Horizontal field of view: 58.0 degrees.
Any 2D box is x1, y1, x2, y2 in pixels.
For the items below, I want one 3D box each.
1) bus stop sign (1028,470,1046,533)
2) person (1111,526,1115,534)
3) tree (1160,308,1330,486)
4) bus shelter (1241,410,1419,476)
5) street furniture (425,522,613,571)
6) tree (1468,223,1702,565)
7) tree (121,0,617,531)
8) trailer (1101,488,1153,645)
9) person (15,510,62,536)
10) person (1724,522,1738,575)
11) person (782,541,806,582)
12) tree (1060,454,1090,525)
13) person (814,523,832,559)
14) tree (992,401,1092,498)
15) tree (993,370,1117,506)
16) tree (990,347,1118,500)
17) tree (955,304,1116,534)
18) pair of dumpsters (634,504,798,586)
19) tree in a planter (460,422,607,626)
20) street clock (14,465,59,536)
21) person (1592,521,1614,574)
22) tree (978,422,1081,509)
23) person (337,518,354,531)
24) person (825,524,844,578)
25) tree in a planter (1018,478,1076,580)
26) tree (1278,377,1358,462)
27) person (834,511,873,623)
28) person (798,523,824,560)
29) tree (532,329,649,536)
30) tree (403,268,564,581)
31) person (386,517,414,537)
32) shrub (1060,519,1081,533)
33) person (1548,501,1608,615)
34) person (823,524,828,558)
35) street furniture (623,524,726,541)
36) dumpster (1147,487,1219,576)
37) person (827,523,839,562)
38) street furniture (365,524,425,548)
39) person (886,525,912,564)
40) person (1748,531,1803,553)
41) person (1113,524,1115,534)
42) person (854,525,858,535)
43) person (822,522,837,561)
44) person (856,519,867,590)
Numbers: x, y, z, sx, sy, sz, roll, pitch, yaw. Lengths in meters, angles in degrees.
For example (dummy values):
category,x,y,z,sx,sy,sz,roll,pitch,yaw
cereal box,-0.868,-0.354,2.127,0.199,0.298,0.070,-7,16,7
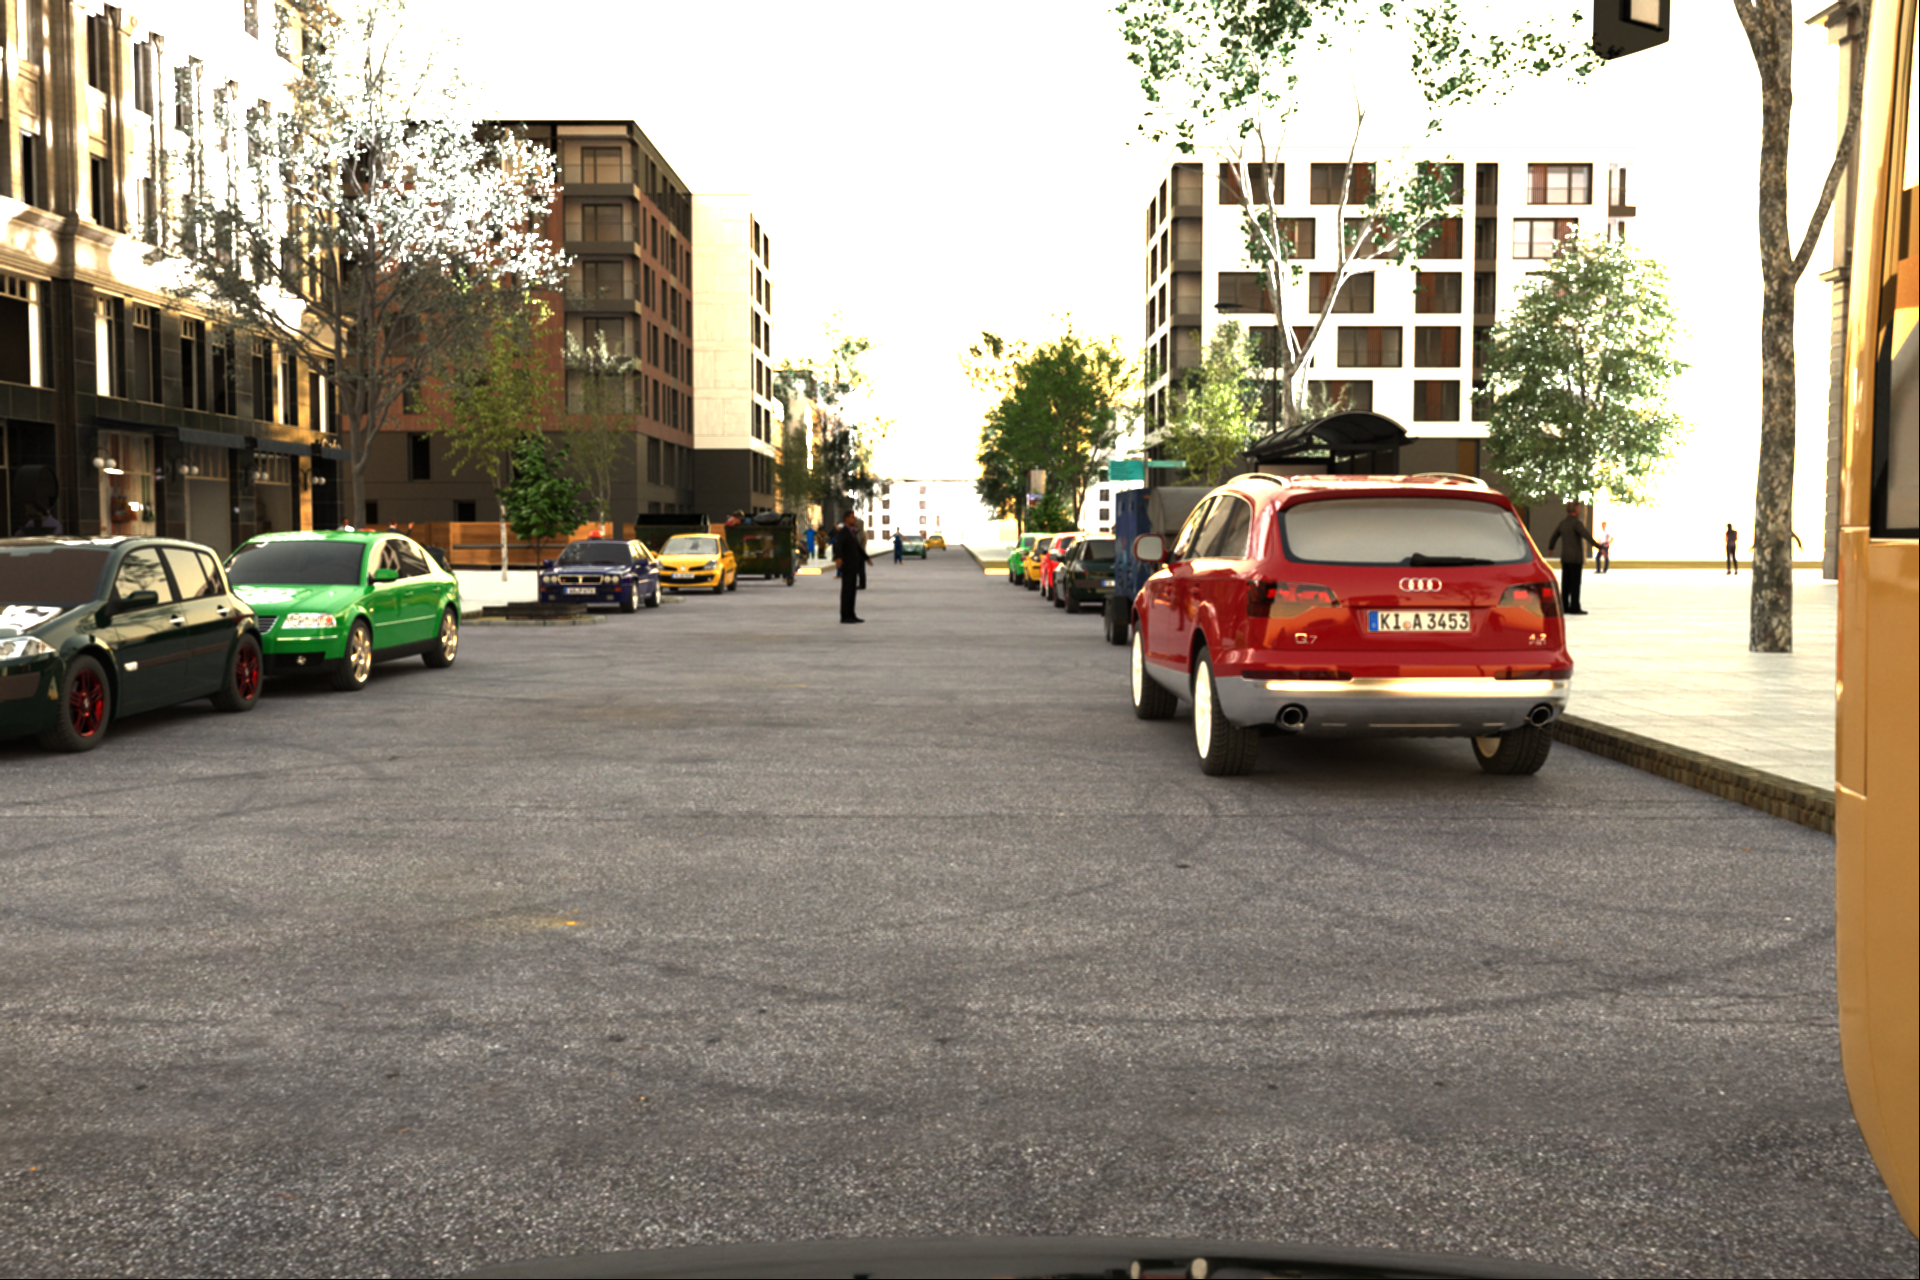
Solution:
category,x,y,z,sx,sy,sz,roll,pitch,yaw
bus stop sign,3.210,-5.026,71.198,0.837,3.901,0.837,0,3,0
person,8.811,-5.747,100.762,0.721,1.733,1.217,2,4,31
tree,11.736,-8.388,71.558,7.601,10.594,8.767,1,4,10
bus shelter,6.478,-2.272,31.072,2.014,3.302,5.546,0,3,0
street furniture,-15.998,-3.611,65.888,9.812,1.723,11.010,-3,5,-45
tree,26.129,-10.143,72.501,9.857,13.997,8.962,0,3,0
tree,-12.491,-7.680,35.945,12.009,13.543,11.850,0,3,0
trailer,2.648,-1.002,23.429,1.471,1.999,3.904,0,4,-1
person,-13.022,-1.093,24.361,0.568,1.767,0.683,1,4,21
person,24.033,-2.843,54.000,0.415,1.643,0.593,3,5,44
person,-5.173,-2.684,52.203,0.705,1.847,1.347,3,4,38
tree,18.047,-21.642,260.500,9.857,13.997,8.962,0,3,0
person,-7.135,-5.106,89.243,0.705,1.858,1.354,3,5,42
tree,5.692,-11.826,119.106,9.928,11.665,9.643,0,3,0
tree,5.837,-11.079,106.891,9.928,11.665,9.643,0,3,0
tree,5.194,-10.393,95.675,9.928,11.665,9.643,0,3,0
tree,6.753,-17.453,141.250,12.611,20.169,13.585,0,3,0
pair of dumpsters,-6.712,-2.620,47.780,4.436,2.255,1.574,0,3,0
tree in a planter,-6.793,-1.873,27.851,1.991,3.239,1.994,0,3,0
street clock,-9.703,-0.837,18.254,0.358,2.002,0.471,0,3,0
person,20.841,-3.007,56.138,0.436,1.711,0.756,0,4,-7
tree,5.382,-11.956,129.894,8.767,10.594,7.601,0,4,7
person,-19.934,-3.062,56.226,1.344,1.810,0.704,-2,4,-35
person,-3.928,-2.889,56.154,0.721,1.772,1.216,3,5,39
tree in a planter,2.772,-3.530,54.935,1.991,3.239,1.994,0,4,0
tree,17.177,-7.956,80.445,4.360,8.622,3.978,0,3,0
person,-1.763,-1.178,27.942,0.704,1.802,1.346,1,4,20
person,-7.545,-4.966,87.323,1.347,1.817,0.704,0,4,-1
tree,-12.530,-6.808,61.676,4.360,8.622,3.978,0,3,0
tree,-12.528,-5.894,46.723,4.737,8.622,4.395,0,3,0
person,-14.771,-2.377,45.712,0.742,1.727,0.445,-1,4,-10
shrub,4.523,-4.230,73.581,1.690,2.028,1.600,0,3,0
person,9.831,-1.319,27.746,0.705,1.807,1.348,-1,4,-20
person,-7.200,-5.195,91.076,1.345,1.843,0.704,2,4,31
street furniture,-13.439,-4.203,75.577,9.812,1.723,11.010,0,4,-2
dumpster,2.640,-0.461,15.754,1.865,1.857,1.264,0,4,-2
person,-5.686,-4.510,79.878,0.704,1.812,1.346,-3,4,-36
street furniture,-25.515,-4.338,77.777,9.812,1.723,11.010,0,4,-8
person,-2.944,-4.553,82.757,1.347,1.847,0.705,1,4,20
person,16.514,-1.724,35.025,1.217,1.735,0.721,-1,4,-11
person,7.628,-4.818,85.039,0.705,1.796,1.348,-1,4,-9
person,-5.820,-5.541,96.784,1.347,1.806,0.705,1,4,9
person,-5.899,-4.685,82.371,1.354,1.856,0.705,-1,4,-18
person,-2.599,-2.221,44.895,0.705,1.813,1.348,1,4,9
